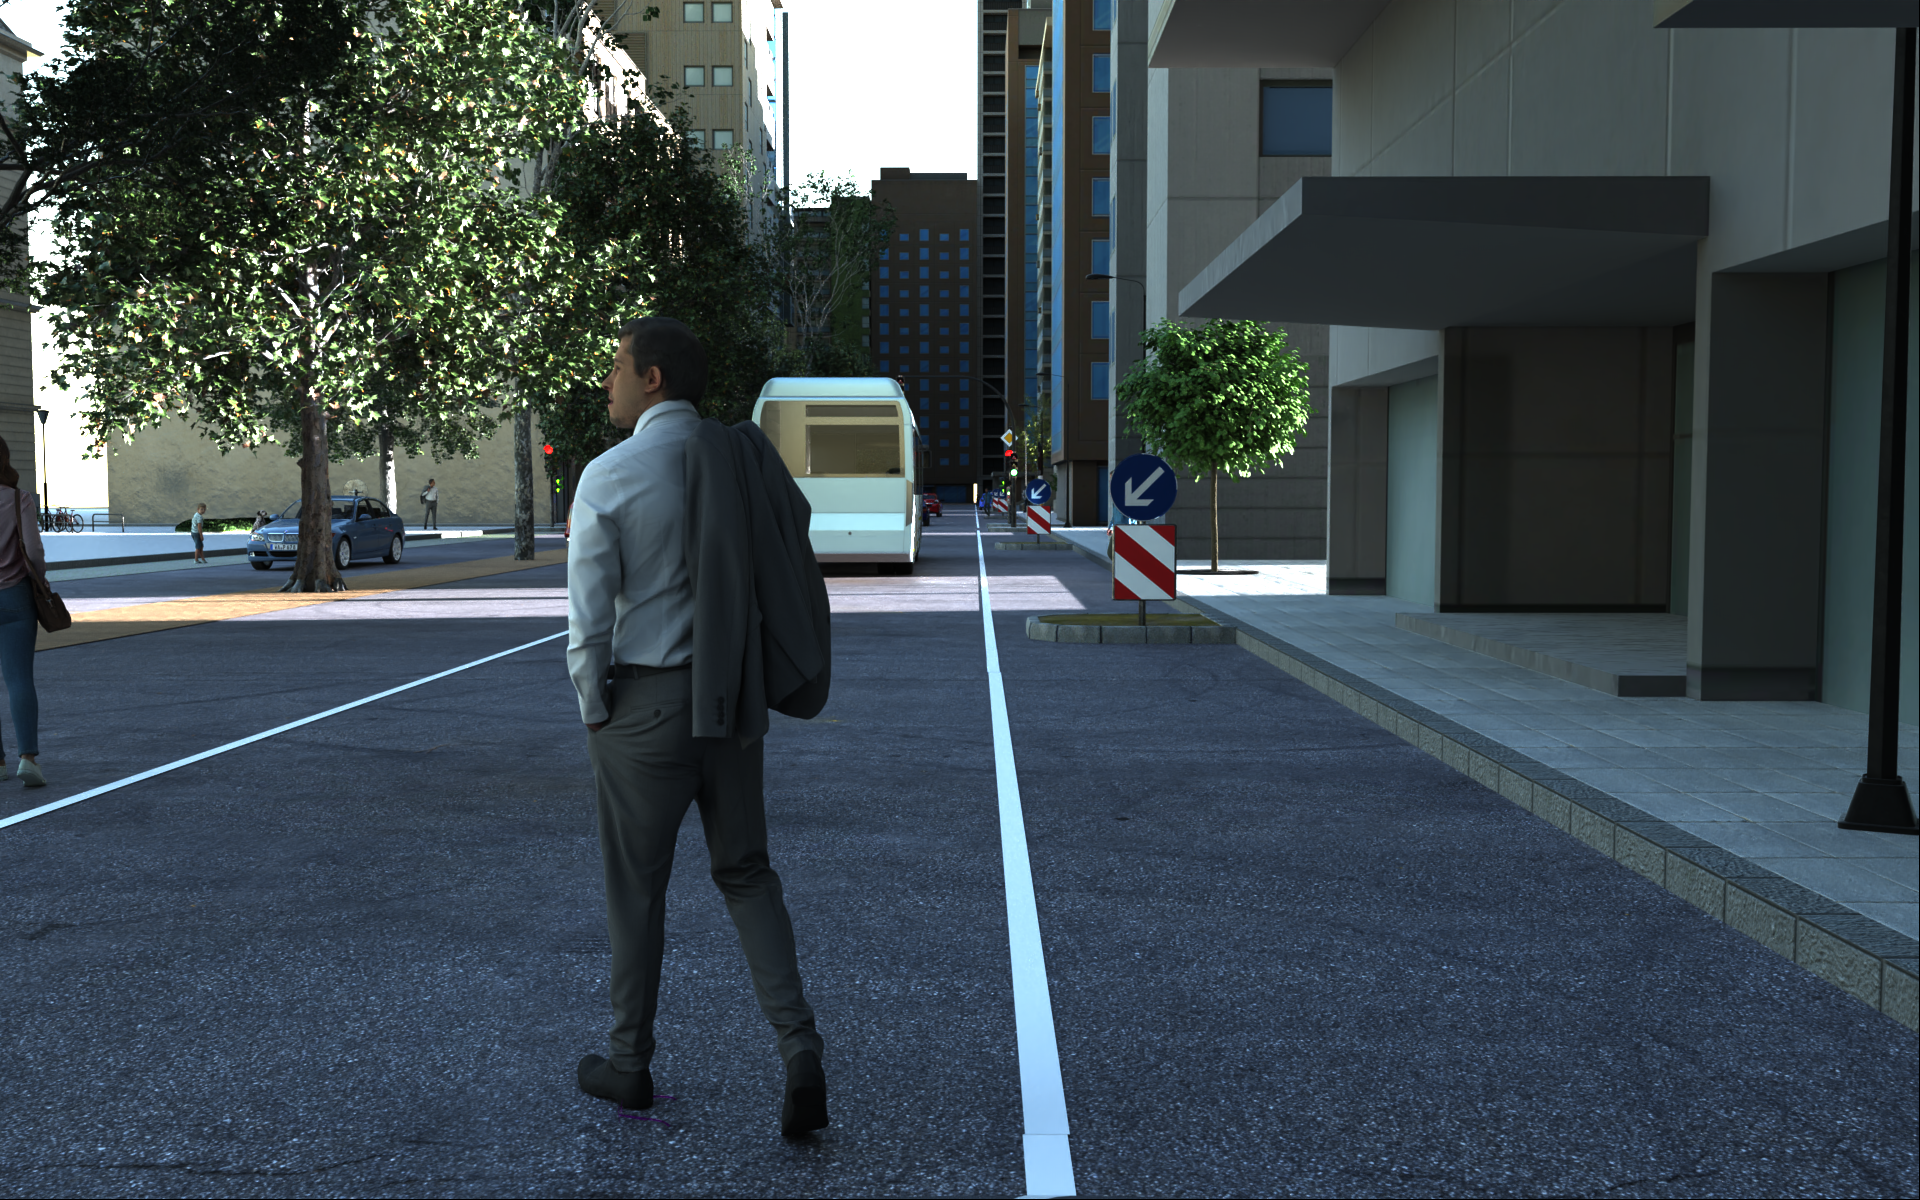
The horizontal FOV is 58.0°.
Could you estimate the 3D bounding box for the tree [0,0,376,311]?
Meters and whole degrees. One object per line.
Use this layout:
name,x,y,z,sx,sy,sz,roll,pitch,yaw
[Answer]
tree,-9.532,-4.877,16.601,8.767,10.594,7.601,0,4,0

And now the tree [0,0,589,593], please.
tree,-9.467,-6.469,25.226,9.611,12.733,9.660,0,3,0

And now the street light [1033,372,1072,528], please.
street light,3.592,-5.734,66.292,1.470,5.913,1.316,0,4,0

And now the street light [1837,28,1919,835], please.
street light,3.014,-2.078,6.521,1.470,5.913,1.316,0,4,0

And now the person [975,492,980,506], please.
person,2.068,-12.030,205.998,0.445,1.727,0.742,2,4,35

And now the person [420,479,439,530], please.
person,-19.154,-3.450,62.551,0.679,1.850,0.850,-3,5,-40

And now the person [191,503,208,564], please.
person,-15.621,-1.370,35.578,0.352,1.250,0.332,0,4,5

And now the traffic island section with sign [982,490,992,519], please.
traffic island section with sign,2.351,-5.544,99.265,1.989,1.847,2.006,0,4,0

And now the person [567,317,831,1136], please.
person,-0.584,0.285,3.949,0.679,1.850,0.850,-3,5,-42

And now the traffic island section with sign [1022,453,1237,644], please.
traffic island section with sign,1.679,-0.546,17.553,1.989,1.847,2.006,0,4,0

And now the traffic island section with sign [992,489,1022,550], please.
traffic island section with sign,1.912,-2.234,45.153,1.989,1.847,2.006,0,4,0

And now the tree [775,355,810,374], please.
tree,-8.458,-8.108,85.377,4.737,8.622,4.395,0,3,0

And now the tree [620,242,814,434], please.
tree,-9.065,-7.521,59.844,8.767,10.594,7.601,0,4,0

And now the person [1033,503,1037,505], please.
person,4.944,-6.418,111.727,0.466,1.731,0.760,1,4,12

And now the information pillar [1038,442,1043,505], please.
information pillar,3.607,-5.286,77.783,0.183,3.616,0.504,-1,4,-15

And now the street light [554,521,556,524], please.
street light,-17.089,-6.241,74.587,1.470,5.913,1.316,0,4,0

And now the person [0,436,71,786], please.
person,-4.729,0.033,8.547,0.593,1.750,0.643,-1,4,-18

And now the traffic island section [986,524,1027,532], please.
traffic island section,2.079,-2.716,66.683,2.009,0.180,2.903,0,4,0

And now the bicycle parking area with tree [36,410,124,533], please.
bicycle parking area with tree,-32.726,-4.282,57.020,8.231,4.147,9.016,-3,5,-44

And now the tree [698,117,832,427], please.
tree,-8.963,-7.927,49.065,9.611,12.733,9.660,0,3,0

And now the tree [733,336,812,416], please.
tree,-8.575,-7.824,80.738,4.360,8.622,3.978,0,3,0

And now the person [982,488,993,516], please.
person,1.665,-5.830,104.161,0.601,1.785,0.444,3,4,38

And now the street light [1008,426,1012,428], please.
street light,3.959,-8.952,118.911,1.470,5.913,1.316,0,4,0

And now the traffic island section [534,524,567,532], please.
traffic island section,-15.761,-2.725,66.834,2.009,0.180,2.903,0,4,0

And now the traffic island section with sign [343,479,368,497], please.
traffic island section with sign,-15.617,-2.182,44.301,1.989,1.847,2.006,0,4,0

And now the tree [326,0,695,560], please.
tree,-10.612,-10.967,37.660,12.611,20.169,13.585,0,3,0

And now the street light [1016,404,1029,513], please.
street light,3.688,-7.154,89.514,1.470,5.913,1.316,0,4,0

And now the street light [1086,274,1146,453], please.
street light,3.349,-3.921,36.645,1.470,5.913,1.316,0,4,0

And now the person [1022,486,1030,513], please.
person,4.456,-6.676,115.035,0.661,1.843,0.795,0,4,0

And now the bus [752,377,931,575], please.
bus,-2.078,-2.391,33.952,2.948,3.499,13.247,0,4,-1

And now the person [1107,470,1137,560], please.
person,2.395,-1.013,25.402,0.444,1.785,0.601,-1,4,-9
